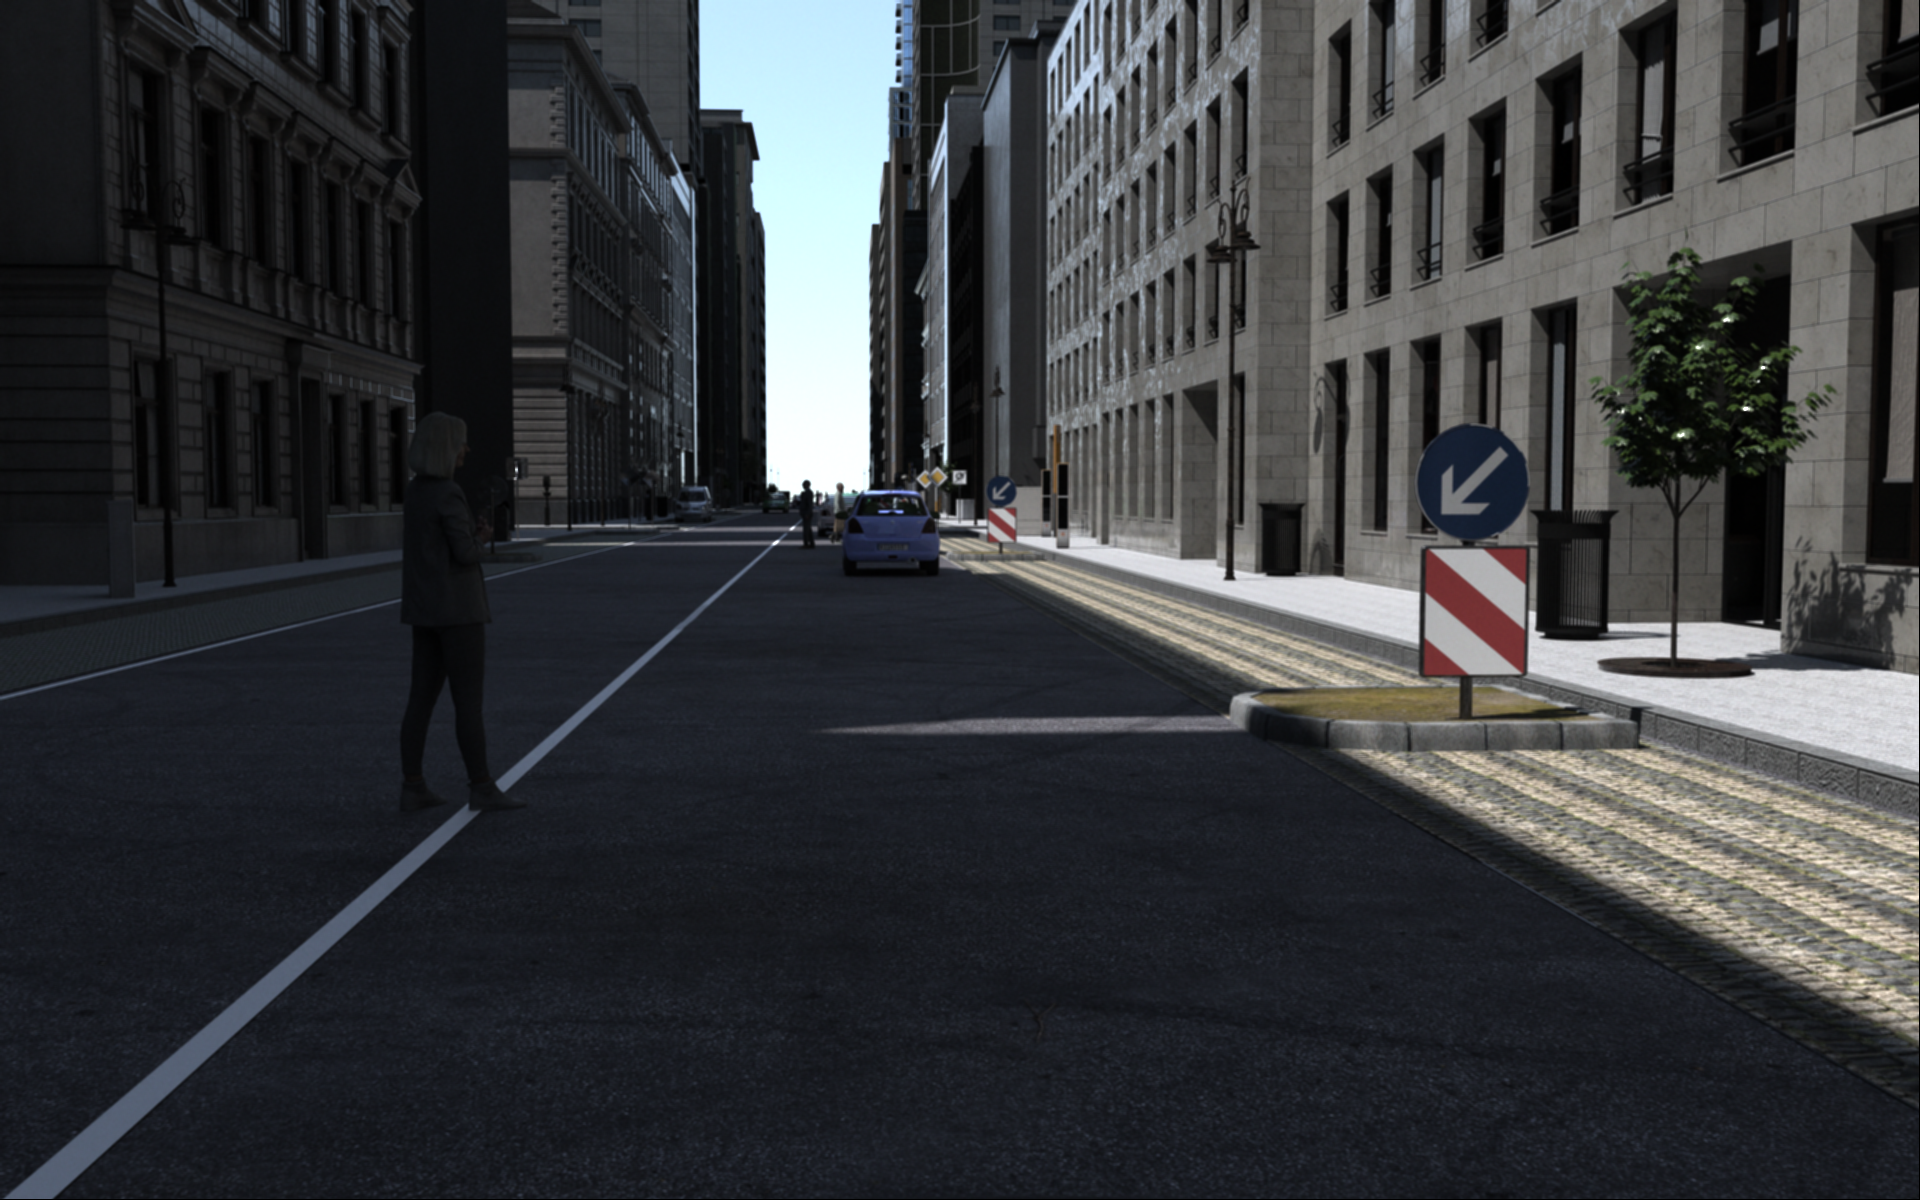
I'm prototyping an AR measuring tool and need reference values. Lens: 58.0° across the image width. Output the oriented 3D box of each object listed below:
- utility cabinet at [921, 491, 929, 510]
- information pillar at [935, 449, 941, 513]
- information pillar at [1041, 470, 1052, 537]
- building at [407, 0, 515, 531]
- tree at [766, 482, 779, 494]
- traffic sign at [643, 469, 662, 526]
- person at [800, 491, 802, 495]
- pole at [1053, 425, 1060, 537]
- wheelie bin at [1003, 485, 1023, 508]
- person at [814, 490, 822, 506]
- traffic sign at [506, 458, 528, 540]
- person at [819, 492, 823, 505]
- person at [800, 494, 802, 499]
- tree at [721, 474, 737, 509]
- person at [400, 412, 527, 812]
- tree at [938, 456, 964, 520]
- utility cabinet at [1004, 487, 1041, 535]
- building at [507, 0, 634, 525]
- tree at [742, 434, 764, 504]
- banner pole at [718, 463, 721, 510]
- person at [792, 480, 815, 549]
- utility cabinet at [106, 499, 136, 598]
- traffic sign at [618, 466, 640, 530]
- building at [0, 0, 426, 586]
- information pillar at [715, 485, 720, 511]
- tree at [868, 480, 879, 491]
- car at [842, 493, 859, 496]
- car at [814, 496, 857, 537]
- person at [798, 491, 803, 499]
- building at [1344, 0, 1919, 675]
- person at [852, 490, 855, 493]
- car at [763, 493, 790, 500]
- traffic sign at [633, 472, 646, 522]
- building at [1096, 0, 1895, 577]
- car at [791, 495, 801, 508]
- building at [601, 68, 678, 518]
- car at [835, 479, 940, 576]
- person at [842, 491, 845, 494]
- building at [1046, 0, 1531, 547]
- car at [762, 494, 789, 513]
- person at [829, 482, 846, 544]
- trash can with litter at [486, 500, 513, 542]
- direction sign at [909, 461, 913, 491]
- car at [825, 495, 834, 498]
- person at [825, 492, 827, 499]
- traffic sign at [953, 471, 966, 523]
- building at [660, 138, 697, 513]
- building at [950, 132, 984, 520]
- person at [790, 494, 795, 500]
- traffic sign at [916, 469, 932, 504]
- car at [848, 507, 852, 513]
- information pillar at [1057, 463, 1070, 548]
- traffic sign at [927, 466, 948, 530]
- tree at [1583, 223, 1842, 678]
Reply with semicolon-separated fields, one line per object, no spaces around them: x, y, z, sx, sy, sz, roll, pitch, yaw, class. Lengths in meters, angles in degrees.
-2.336;-6.491;114.800;0.318;1.500;1.173;1;4;13;utility cabinet
-1.139;-6.038;90.075;0.183;3.616;0.504;2;4;27;information pillar
2.594;-2.905;51.995;0.304;2.012;0.304;0;4;-1;information pillar
-22.942;-13.657;52.966;15.834;23.373;12.332;0;4;-4;building
-29.506;-17.099;274.176;1.663;3.219;1.824;0;3;0;tree
-12.318;-4.022;69.402;0.795;2.450;0.064;0;4;-4;traffic sign
-21.207;-13.666;232.070;1.348;1.807;0.705;-2;4;-32;person
2.862;-3.505;51.157;0.158;3.312;0.155;0;3;0;pole
1.884;-3.142;59.273;0.980;1.594;0.693;-1;4;-21;wheelie bin
-14.465;-10.224;175.643;1.348;1.826;0.705;3;5;39;person
-12.450;-2.849;48.714;0.606;2.300;0.079;0;4;-2;traffic sign
-18.695;-13.650;232.342;0.551;1.740;0.621;-2;4;-34;person
-15.611;-9.743;171.059;0.557;1.426;1.065;-1;4;-19;person
-20.724;-9.663;152.584;1.663;3.219;1.824;0;3;0;tree
-2.320;0.046;7.939;0.526;1.800;0.537;-2;4;-32;person
-0.489;-5.667;87.262;1.663;3.219;1.824;0;3;0;tree
1.951;-2.717;53.105;1.173;1.500;0.318;1;4;13;utility cabinet
-21.591;-15.331;79.538;11.050;23.489;19.941;0;4;-4;building
-25.908;-16.080;213.268;4.360;8.622;3.978;0;3;0;tree
-19.373;-9.149;139.606;0.401;3.779;0.863;1;4;12;banner pole
-4.087;-2.246;45.397;0.590;1.801;0.661;-1;4;-17;person
-10.535;-0.647;21.743;0.306;1.237;1.020;-2;4;-25;utility cabinet
-11.727;-3.535;61.439;0.795;2.450;0.064;0;4;-4;traffic sign
-17.185;-10.268;32.506;10.561;19.102;19.286;0;4;-4;building
-18.791;-7.927;134.101;0.304;2.012;0.304;-1;4;-20;information pillar
-12.348;-15.382;246.099;1.663;3.219;1.824;0;3;0;tree
-4.708;-4.142;76.517;1.959;1.807;4.718;0;4;-5;car
-3.992;-2.900;59.771;2.083;1.381;4.827;0;4;-5;car
-15.947;-10.103;174.479;0.721;1.735;1.217;-3;4;-36;person
11.409;-10.068;19.363;10.420;20.320;16.860;0;4;-4;building
-9.168;-8.626;149.532;0.705;1.824;1.348;-2;4;-25;person
-14.340;-7.717;135.210;2.155;1.783;4.494;0;4;-6;car
-14.730;-4.738;79.602;0.606;2.300;0.079;0;4;4;traffic sign
9.318;-11.091;36.083;10.420;20.320;16.860;0;4;-4;building
-16.864;-10.497;183.981;2.083;1.381;4.827;0;4;-4;car
-23.816;-18.626;101.798;12.463;27.353;25.104;0;4;-4;building
-1.306;-1.353;31.712;1.945;1.707;3.694;0;4;-5;car
-12.567;-10.771;184.478;0.709;1.838;0.599;1;4;14;person
8.860;-12.121;52.924;10.420;20.320;16.860;0;4;-4;building
-13.885;-7.442;130.470;1.959;1.807;4.718;0;4;-2;car
-3.506;-2.489;49.679;0.515;1.767;0.782;0;4;-4;person
-12.423;-2.162;46.728;0.624;1.170;1.055;0;4;-5;trash can with litter
-3.420;-7.864;120.568;0.379;3.537;0.876;-1;4;-21;direction sign
-16.004;-12.545;217.467;2.083;1.381;4.827;0;4;-6;car
-19.616;-15.000;253.834;0.705;1.814;1.350;-1;4;-20;person
-0.013;-4.486;75.471;0.606;2.300;0.079;0;4;0;traffic sign
-25.868;-18.766;124.840;12.078;24.808;19.932;0;4;-4;building
6.149;-16.213;94.768;12.332;23.373;15.834;0;4;-4;building
-18.219;-10.952;190.782;0.991;1.433;0.599;0;4;6;person
-1.403;-4.070;70.190;0.795;2.450;0.064;0;4;-4;traffic sign
-1.762;-1.981;41.983;1.945;1.707;3.694;0;4;-3;car
2.436;-2.230;40.950;0.304;2.012;0.304;0;4;3;information pillar
-0.811;-3.583;62.227;0.795;2.450;0.064;0;4;-4;traffic sign
5.060;-1.088;12.388;1.663;3.219;1.824;0;3;0;tree
